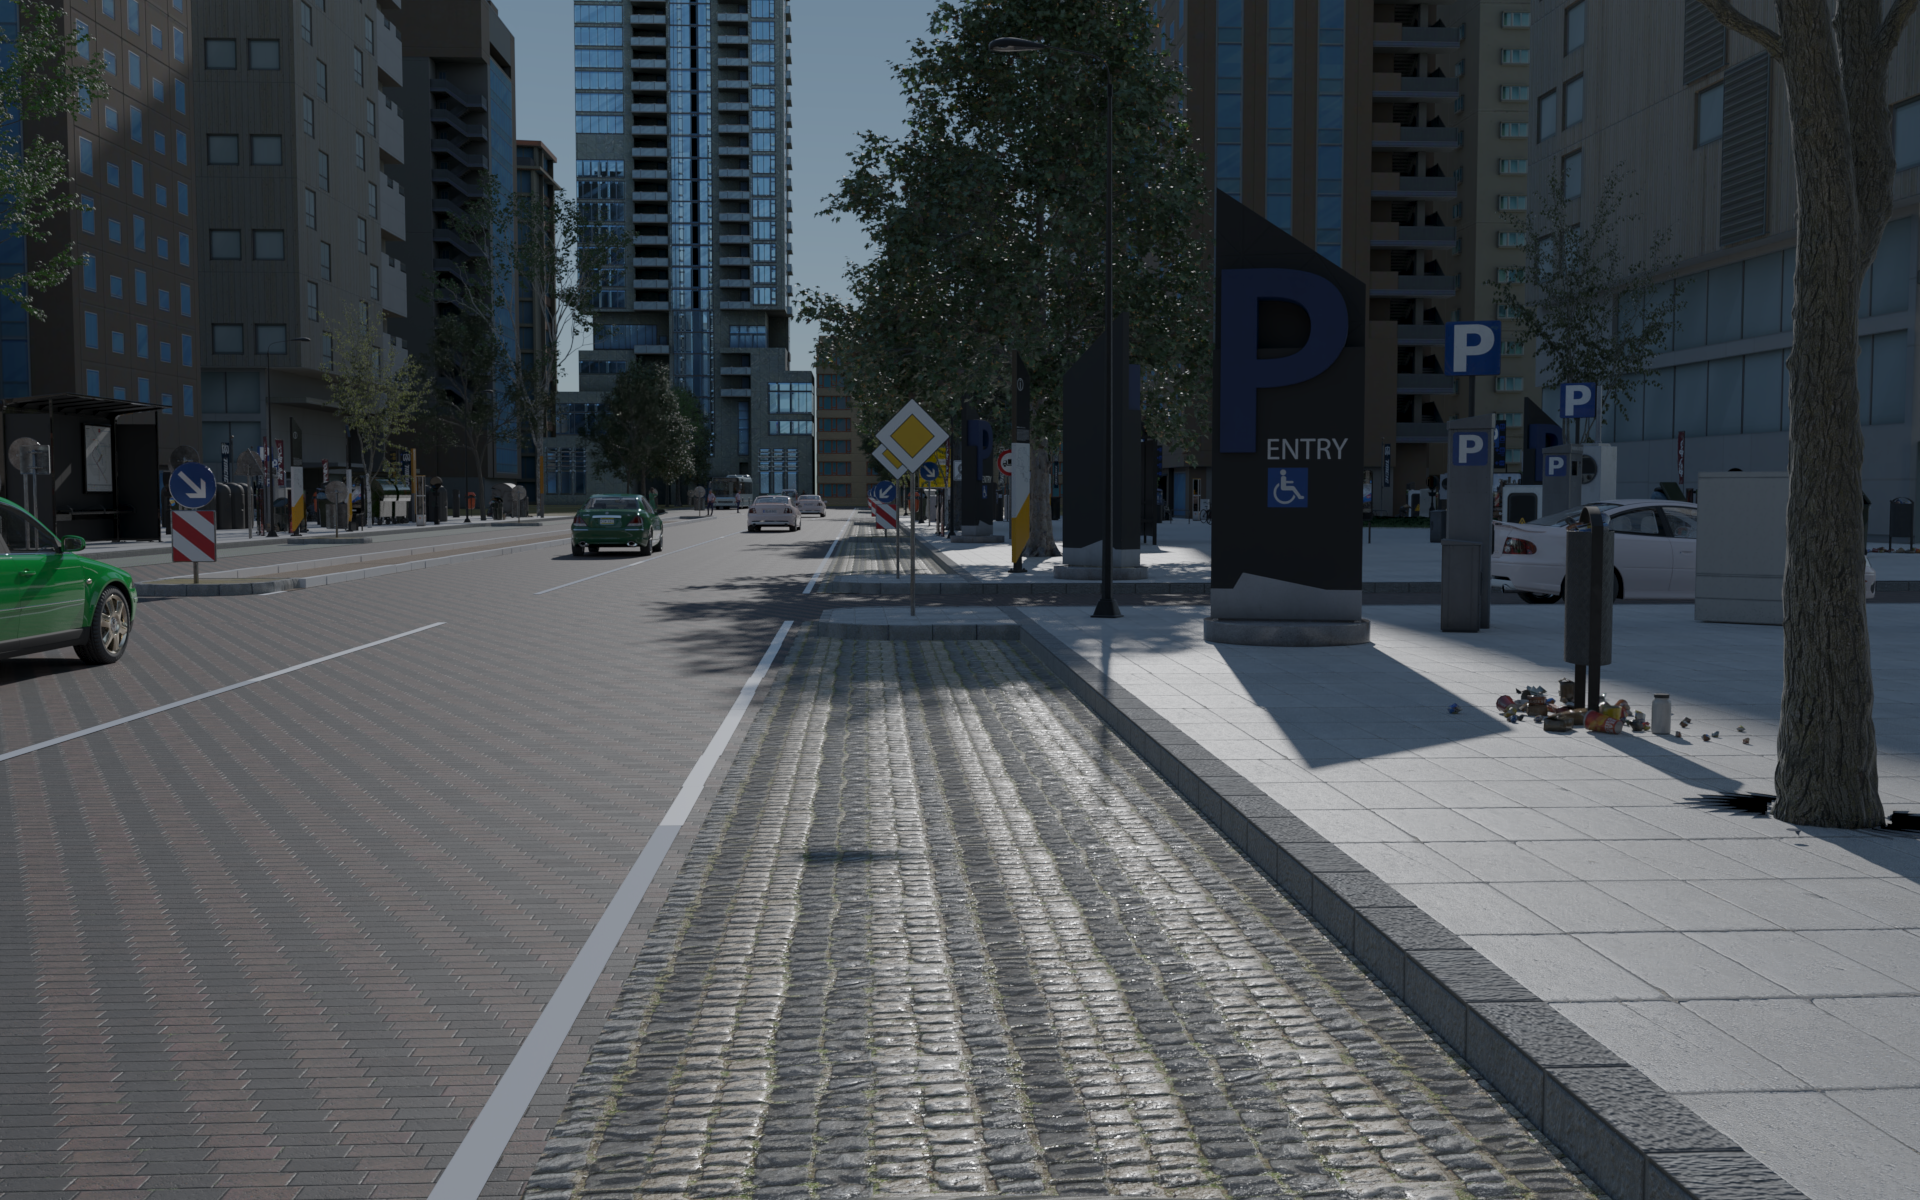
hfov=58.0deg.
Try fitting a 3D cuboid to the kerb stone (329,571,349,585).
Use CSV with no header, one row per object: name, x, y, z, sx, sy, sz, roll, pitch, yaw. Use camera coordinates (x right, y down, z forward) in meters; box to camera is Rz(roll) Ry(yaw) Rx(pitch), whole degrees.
kerb stone,-10.066,-0.343,27.808,0.120,0.150,1.000,0,4,-3

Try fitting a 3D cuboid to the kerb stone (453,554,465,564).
kerb stone,-10.520,-0.844,35.997,0.120,0.150,1.000,0,4,-3

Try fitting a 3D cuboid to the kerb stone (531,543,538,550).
kerb stone,-10.977,-1.341,44.180,0.120,0.150,1.000,0,4,-3

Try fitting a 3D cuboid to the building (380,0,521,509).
building,-47.770,-30.800,153.697,14.200,45.320,14.600,0,4,-3

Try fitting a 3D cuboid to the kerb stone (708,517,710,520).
kerb stone,-13.709,-4.347,93.275,0.120,0.150,1.000,0,4,-3

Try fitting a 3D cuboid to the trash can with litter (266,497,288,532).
trash can with litter,-23.022,-2.884,58.541,0.624,1.170,1.055,0,4,6

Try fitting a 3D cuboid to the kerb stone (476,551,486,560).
kerb stone,-10.635,-0.969,38.043,0.120,0.150,1.000,0,4,-3

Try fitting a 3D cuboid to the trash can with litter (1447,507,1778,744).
trash can with litter,3.695,0.062,10.038,1.678,1.210,2.233,1,4,12

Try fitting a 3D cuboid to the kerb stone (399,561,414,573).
kerb stone,-10.298,-0.583,31.894,0.120,0.150,1.000,0,4,-3

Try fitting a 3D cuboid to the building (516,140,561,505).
building,-63.210,-33.789,207.068,28.867,44.769,22.147,0,4,-3

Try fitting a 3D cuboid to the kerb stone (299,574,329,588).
kerb stone,-10.016,-0.281,26.787,0.120,0.150,1.000,0,4,-3

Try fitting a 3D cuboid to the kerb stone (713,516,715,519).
kerb stone,-13.874,-4.535,96.340,0.120,0.150,1.000,0,4,-3

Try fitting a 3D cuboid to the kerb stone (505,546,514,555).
kerb stone,-10.809,-1.157,41.115,0.120,0.150,1.000,0,4,-3

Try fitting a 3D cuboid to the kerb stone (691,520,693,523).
kerb stone,-13.192,-3.776,84.055,0.120,0.150,1.000,0,4,-3

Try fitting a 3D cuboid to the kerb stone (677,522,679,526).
kerb stone,-12.860,-3.401,77.925,0.120,0.150,1.000,0,4,-3

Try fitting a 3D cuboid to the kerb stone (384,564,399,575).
kerb stone,-10.242,-0.531,30.870,0.120,0.150,1.000,0,4,-3

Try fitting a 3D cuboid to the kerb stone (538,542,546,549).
kerb stone,-11.031,-1.407,45.206,0.120,0.150,1.000,0,4,-3

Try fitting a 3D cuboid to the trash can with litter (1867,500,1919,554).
trash can with litter,20.429,-1.655,38.120,1.678,1.210,2.233,-2,4,-26

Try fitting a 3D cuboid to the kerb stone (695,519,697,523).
kerb stone,-13.310,-3.909,86.111,0.120,0.150,1.000,0,4,-3

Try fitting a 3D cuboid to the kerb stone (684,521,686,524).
kerb stone,-13.028,-3.591,80.987,0.120,0.150,1.000,0,4,-3

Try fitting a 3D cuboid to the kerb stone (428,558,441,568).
kerb stone,-10.403,-0.718,33.943,0.120,0.150,1.000,0,4,-3

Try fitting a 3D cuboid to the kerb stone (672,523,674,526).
kerb stone,-12.736,-3.280,75.876,0.120,0.150,1.000,0,4,-3

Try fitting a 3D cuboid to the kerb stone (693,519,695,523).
kerb stone,-13.259,-3.842,85.088,0.120,0.150,1.000,0,4,-3

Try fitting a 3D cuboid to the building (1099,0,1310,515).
building,16.780,-29.306,129.264,14.600,45.320,14.200,0,4,-3

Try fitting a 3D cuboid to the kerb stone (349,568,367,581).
kerb stone,-10.124,-0.402,28.830,0.120,0.150,1.000,0,4,-3

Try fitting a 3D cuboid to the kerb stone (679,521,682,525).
kerb stone,-12.913,-3.471,78.945,0.120,0.150,1.000,0,4,-3

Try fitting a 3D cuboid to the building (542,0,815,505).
building,-33.122,-54.672,206.562,31.000,86.520,22.319,0,4,-3

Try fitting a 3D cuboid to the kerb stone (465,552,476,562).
kerb stone,-10.578,-0.907,37.018,0.120,0.150,1.000,0,4,-3

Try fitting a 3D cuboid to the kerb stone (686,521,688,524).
kerb stone,-13.087,-3.658,82.007,0.120,0.150,1.000,0,4,-3

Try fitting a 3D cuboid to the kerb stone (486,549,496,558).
kerb stone,-10.696,-1.032,39.073,0.120,0.150,1.000,0,4,-3

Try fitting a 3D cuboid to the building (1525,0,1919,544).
building,35.879,-28.453,54.440,27.495,52.752,28.713,0,4,-3

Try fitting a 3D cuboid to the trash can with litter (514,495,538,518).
trash can with litter,-23.948,-5.117,94.720,1.678,1.210,2.233,0,4,0

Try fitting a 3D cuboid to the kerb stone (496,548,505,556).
kerb stone,-10.757,-1.092,40.094,0.120,0.150,1.000,0,4,-3

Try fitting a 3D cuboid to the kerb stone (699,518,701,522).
kerb stone,-13.428,-4.034,88.156,0.120,0.150,1.000,0,4,-3

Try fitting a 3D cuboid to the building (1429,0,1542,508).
building,52.990,-32.518,155.377,21.600,48.544,21.300,0,4,-3

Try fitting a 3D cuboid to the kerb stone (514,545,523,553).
kerb stone,-10.859,-1.220,42.136,0.120,0.150,1.000,0,4,-3

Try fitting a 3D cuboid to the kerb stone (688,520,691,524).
kerb stone,-13.142,-3.720,83.028,0.120,0.150,1.000,0,4,-3

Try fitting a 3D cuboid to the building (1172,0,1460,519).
building,17.941,-27.197,94.783,14.600,45.320,14.200,0,4,-3

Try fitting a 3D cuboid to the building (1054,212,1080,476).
building,25.504,-38.233,214.347,27.495,52.752,28.713,0,4,-3

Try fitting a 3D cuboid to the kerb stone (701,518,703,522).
kerb stone,-13.488,-4.097,89.182,0.120,0.150,1.000,0,4,-3

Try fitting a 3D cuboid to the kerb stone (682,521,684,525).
kerb stone,-12.969,-3.532,79.966,0.120,0.150,1.000,0,4,-3

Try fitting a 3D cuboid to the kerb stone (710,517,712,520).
kerb stone,-13.765,-4.410,94.299,0.120,0.150,1.000,0,4,-3

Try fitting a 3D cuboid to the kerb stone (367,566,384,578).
kerb stone,-10.178,-0.467,29.850,0.120,0.150,1.000,0,4,-3

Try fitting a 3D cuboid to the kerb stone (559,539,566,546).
kerb stone,-11.207,-1.595,48.268,0.120,0.150,1.000,0,4,-3

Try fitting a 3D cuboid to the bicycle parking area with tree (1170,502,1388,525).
bicycle parking area with tree,13.479,-5.283,73.384,8.231,4.147,9.016,0,4,-6

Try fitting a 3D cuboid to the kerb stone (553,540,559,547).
kerb stone,-11.147,-1.532,47.247,0.120,0.150,1.000,0,4,-3

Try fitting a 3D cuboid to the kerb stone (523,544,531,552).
kerb stone,-10.913,-1.282,43.158,0.120,0.150,1.000,0,4,-3

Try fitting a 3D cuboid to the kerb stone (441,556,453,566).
kerb stone,-10.464,-0.776,34.964,0.120,0.150,1.000,0,4,-3

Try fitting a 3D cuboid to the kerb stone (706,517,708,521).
kerb stone,-13.653,-4.284,92.251,0.120,0.150,1.000,0,4,-3

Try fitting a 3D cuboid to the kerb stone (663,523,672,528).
kerb stone,-12.684,-3.221,74.853,0.120,0.150,1.000,0,4,-3

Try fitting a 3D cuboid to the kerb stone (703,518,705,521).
kerb stone,-13.542,-4.160,90.205,0.120,0.150,1.000,0,4,-3

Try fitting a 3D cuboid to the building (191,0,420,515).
building,-52.275,-31.943,111.507,28.713,52.752,27.495,0,4,-3

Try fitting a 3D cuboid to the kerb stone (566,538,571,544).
kerb stone,-11.260,-1.656,49.292,0.120,0.150,1.000,0,4,-3

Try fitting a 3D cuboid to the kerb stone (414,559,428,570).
kerb stone,-10.354,-0.656,32.922,0.120,0.150,1.000,0,4,-3

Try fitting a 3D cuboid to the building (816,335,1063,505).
building,-2.807,-22.494,212.812,28.899,21.520,27.650,0,4,-3

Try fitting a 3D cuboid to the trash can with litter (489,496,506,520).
trash can with litter,-22.747,-4.521,85.311,0.624,1.170,1.055,0,4,3

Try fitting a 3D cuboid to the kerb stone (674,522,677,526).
kerb stone,-12.800,-3.346,76.896,0.120,0.150,1.000,0,4,-3

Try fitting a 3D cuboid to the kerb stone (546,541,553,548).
kerb stone,-11.094,-1.470,46.226,0.120,0.150,1.000,0,4,-3

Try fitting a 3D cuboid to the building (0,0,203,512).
building,-45.286,-26.298,80.083,14.600,45.320,14.200,0,4,-3

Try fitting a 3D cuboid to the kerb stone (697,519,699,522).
kerb stone,-13.365,-3.972,87.136,0.120,0.150,1.000,0,4,-3
